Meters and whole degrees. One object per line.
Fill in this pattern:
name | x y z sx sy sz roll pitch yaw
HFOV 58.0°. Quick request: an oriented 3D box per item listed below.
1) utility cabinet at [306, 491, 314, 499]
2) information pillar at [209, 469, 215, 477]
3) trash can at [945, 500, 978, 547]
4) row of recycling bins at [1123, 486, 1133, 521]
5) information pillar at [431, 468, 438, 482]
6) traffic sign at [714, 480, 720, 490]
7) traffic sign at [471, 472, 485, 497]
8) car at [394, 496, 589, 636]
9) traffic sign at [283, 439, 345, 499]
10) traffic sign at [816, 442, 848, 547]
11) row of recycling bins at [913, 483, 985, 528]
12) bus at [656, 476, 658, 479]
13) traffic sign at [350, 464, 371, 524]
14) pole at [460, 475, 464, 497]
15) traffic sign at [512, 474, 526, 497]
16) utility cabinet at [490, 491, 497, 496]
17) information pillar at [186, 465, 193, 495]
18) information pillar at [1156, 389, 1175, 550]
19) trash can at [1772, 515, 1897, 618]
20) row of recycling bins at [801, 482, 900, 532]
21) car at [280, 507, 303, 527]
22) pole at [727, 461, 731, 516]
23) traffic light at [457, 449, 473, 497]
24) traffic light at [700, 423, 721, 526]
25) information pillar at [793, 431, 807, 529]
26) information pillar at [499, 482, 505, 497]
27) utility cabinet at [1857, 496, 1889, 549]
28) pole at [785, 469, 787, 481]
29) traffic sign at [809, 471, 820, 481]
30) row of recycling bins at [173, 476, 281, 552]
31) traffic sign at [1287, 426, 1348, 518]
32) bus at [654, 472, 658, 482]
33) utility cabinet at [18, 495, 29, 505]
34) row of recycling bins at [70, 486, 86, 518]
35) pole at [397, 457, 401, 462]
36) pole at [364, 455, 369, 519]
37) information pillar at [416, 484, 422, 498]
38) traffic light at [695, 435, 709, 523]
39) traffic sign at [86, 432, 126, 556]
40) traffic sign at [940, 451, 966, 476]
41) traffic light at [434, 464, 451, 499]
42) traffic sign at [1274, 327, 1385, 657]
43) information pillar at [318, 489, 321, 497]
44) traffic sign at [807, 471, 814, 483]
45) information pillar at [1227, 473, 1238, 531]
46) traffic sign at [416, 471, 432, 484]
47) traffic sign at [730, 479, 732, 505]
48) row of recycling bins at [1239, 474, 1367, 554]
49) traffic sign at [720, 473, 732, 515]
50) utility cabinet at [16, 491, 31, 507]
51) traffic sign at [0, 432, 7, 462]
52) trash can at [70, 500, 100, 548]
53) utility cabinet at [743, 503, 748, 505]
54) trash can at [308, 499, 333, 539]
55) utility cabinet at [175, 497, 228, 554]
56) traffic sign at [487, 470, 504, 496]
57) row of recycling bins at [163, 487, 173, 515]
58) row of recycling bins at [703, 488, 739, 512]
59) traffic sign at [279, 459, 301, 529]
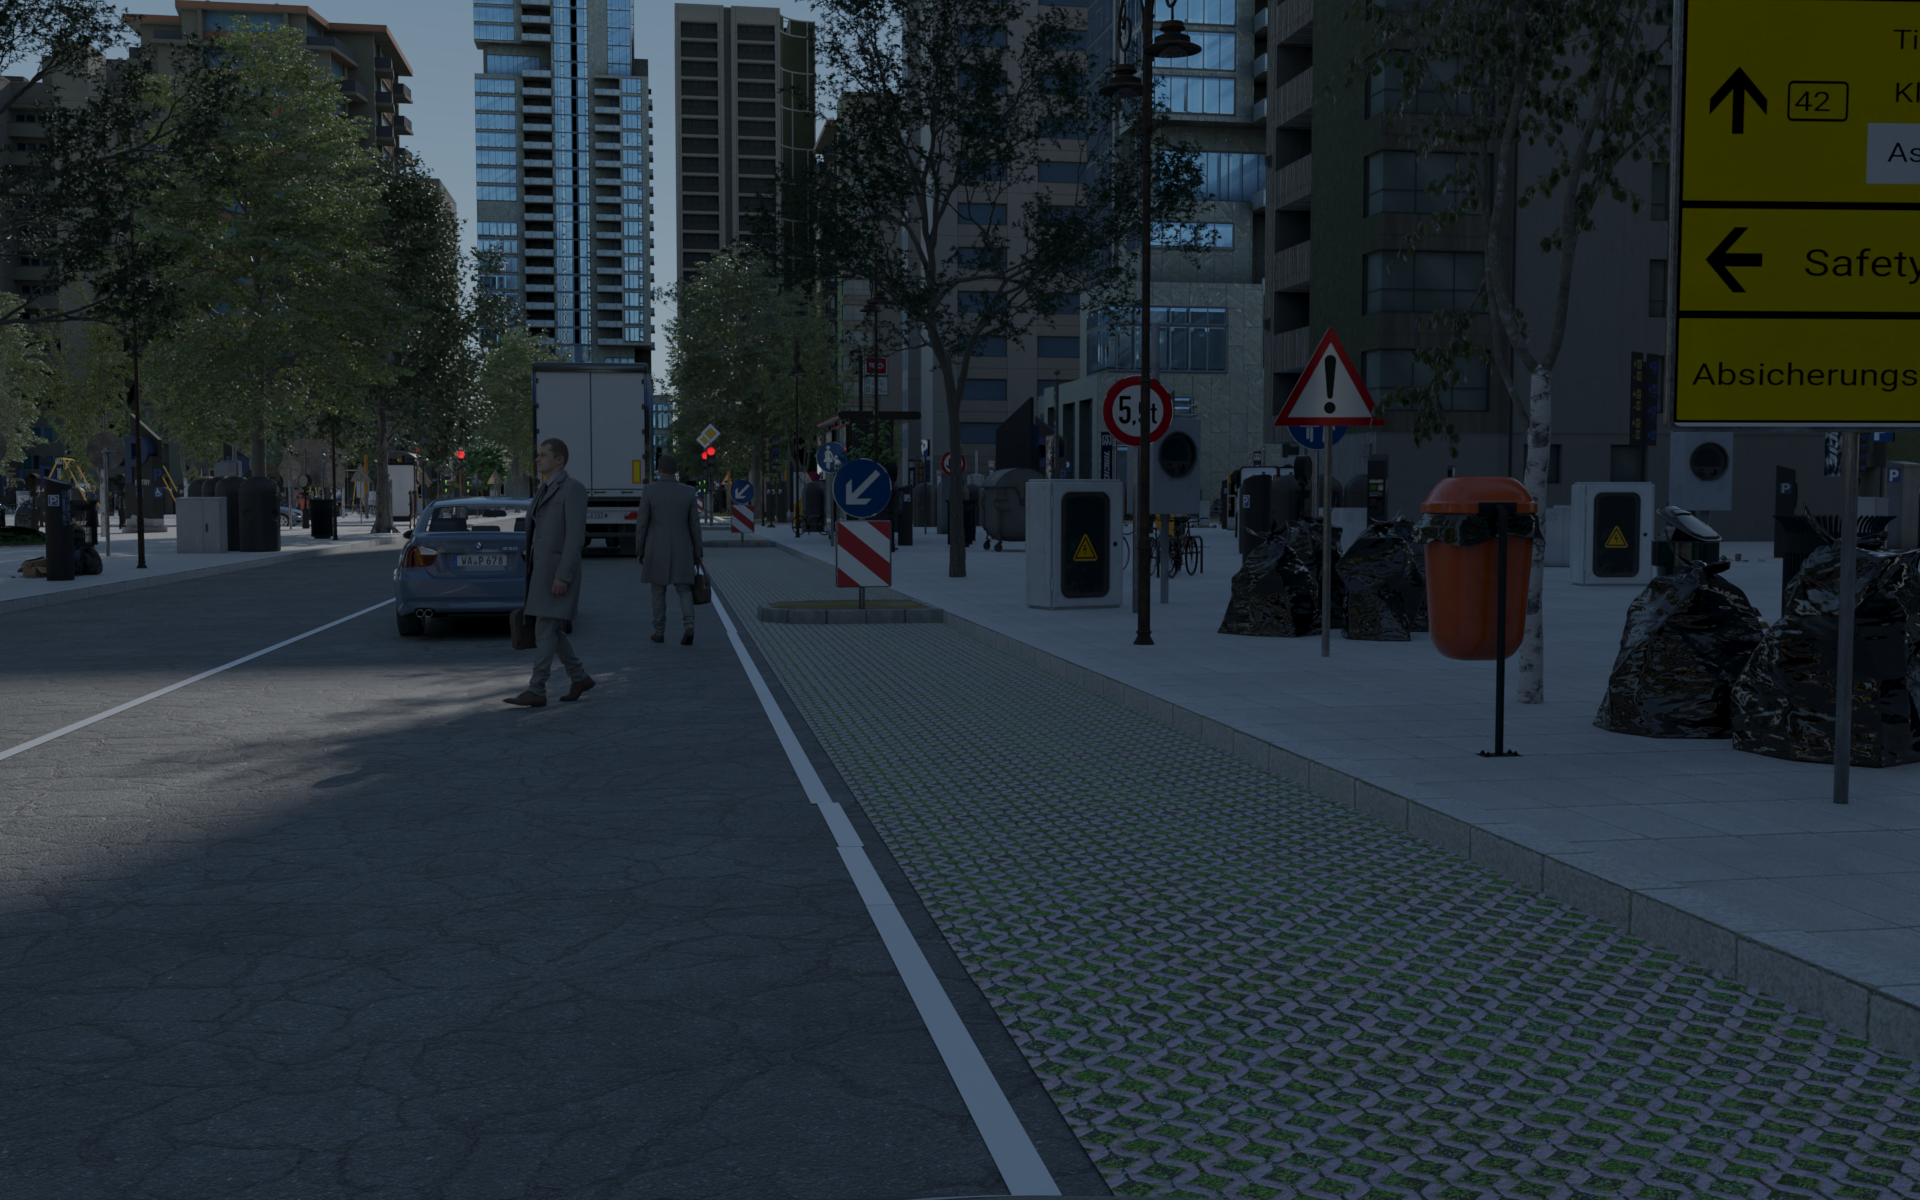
utility cabinet | -47.806 -7.201 126.413 1.173 1.500 0.318 -2 4 -26
information pillar | -21.551 -2.800 50.276 0.304 2.012 0.304 2 4 33
trash can | -0.001 -1.848 41.867 0.748 1.137 0.748 0 3 0
row of recycling bins | 7.333 -4.674 83.531 1.069 1.692 3.534 2 4 29
information pillar | -37.271 -8.054 123.035 0.504 3.616 0.183 -1 4 -10
traffic sign | -21.212 -9.229 151.006 0.768 2.556 0.104 0 4 -3
traffic sign | -25.395 -5.500 91.105 0.795 2.450 0.064 0 4 -3
car | -5.090 -0.423 18.920 2.014 1.417 4.499 -1 4 -11
traffic sign | -24.089 -4.324 64.578 2.265 3.308 0.079 0 4 -2
traffic sign | -3.116 -2.576 42.218 0.768 2.556 0.104 0 4 -5
row of recycling bins | -0.415 -3.753 68.478 1.069 1.692 3.534 3 5 44
bus | -31.442 -10.965 174.136 2.948 3.499 13.247 -1 4 -9
traffic sign | -25.606 -4.526 74.006 0.884 2.594 0.081 0 4 -4
pole | -21.841 -5.019 75.909 0.158 3.312 0.155 0 3 0
traffic sign | -28.332 -6.802 111.209 0.884 2.594 0.081 0 4 -4
utility cabinet | -29.859 -6.214 110.277 0.318 1.500 1.173 1 4 10
information pillar | -60.933 -8.907 136.989 0.504 3.616 0.183 -1 4 -19
information pillar | 4.587 -2.890 38.611 0.504 3.616 0.183 -2 4 -34
trash can | 5.849 0.001 11.630 0.748 1.137 0.748 0 3 0
row of recycling bins | -3.660 -3.139 58.439 3.534 1.692 1.069 1 4 12
car | -29.096 -3.585 70.625 4.499 1.417 2.014 -1 4 -10
pole | -13.581 -6.605 101.834 0.158 3.312 0.155 0 3 0
traffic light | -21.567 -5.269 75.070 0.839 4.253 0.868 -1 4 -10
traffic light | -9.941 -4.898 69.001 0.839 4.253 0.868 -1 4 -10
information pillar | -5.967 -4.474 64.507 0.504 3.616 0.183 -1 4 -16
information pillar | -27.899 -6.179 105.518 0.304 2.012 0.304 -2 4 -24
utility cabinet | 19.910 -1.638 37.938 0.306 1.237 1.020 0 4 -2
pole | -10.239 -6.614 101.987 0.158 3.312 0.155 0 3 0
traffic sign | -8.239 -5.951 97.406 0.768 2.556 0.104 0 4 0
row of recycling bins | -16.585 -1.978 39.448 3.534 1.692 1.069 3 5 44
traffic sign | 4.127 -1.223 20.105 0.768 2.556 0.104 0 4 -7
bus | -29.079 -10.181 158.004 2.896 3.916 12.252 -1 4 -8
utility cabinet | -45.020 -4.410 83.263 0.306 1.237 1.020 -3 4 -39
row of recycling bins | -48.764 -5.336 94.358 3.534 1.692 1.069 3 5 39
pole | -28.160 -5.701 87.061 0.158 3.312 0.155 0 3 0
pole | -30.647 -5.845 89.413 0.158 3.312 0.155 0 3 0
information pillar | -35.318 -6.642 113.083 0.304 2.012 0.304 -2 4 -34
traffic light | -11.313 -5.379 76.868 0.839 4.253 0.868 -1 4 -10
traffic sign | -17.534 -2.170 35.580 0.768 2.556 0.104 0 4 -6
traffic sign | -0.198 -3.092 50.654 0.768 2.556 0.104 0 4 -8
traffic light | -20.195 -4.788 67.203 0.839 4.253 0.868 -1 4 -10
traffic sign | 2.886 -0.832 13.599 0.884 2.594 0.081 0 4 -4
information pillar | -52.694 -8.457 142.766 0.304 2.012 0.304 1 4 15
traffic sign | -8.288 -5.732 93.727 0.884 2.594 0.081 0 4 -1
information pillar | 9.564 -3.452 60.935 0.304 2.012 0.304 1 4 12
traffic sign | -28.745 -5.681 92.893 0.884 2.594 0.081 0 3 0
traffic sign | -15.000 -6.827 113.756 0.606 2.300 0.079 0 4 -2
row of recycling bins | 7.305 -1.788 36.343 1.069 1.692 3.534 -3 5 -42
traffic sign | -14.144 -6.434 105.201 0.884 2.594 0.081 0 4 -2
utility cabinet | -68.281 -7.195 126.323 0.318 1.500 1.173 1 4 8
traffic sign | -18.108 -1.963 32.208 0.768 2.556 0.104 0 4 -3
trash can | -21.031 -1.829 41.551 0.748 1.137 0.748 0 3 0
utility cabinet | -11.393 -4.959 92.242 0.306 1.237 1.020 0 4 -4
trash can | -18.316 -2.328 49.710 0.748 1.137 0.748 0 3 0
utility cabinet | -16.405 -1.608 37.460 1.020 1.237 0.306 0 4 6
traffic sign | -24.734 -5.638 92.184 0.884 2.594 0.081 0 4 -2
row of recycling bins | -49.414 -6.105 106.927 1.069 1.692 3.534 1 4 19
row of recycling bins | -19.224 -8.362 143.827 3.534 1.692 1.069 -2 4 -27
traffic sign | -24.331 -3.840 62.890 0.768 2.556 0.104 0 4 -7
